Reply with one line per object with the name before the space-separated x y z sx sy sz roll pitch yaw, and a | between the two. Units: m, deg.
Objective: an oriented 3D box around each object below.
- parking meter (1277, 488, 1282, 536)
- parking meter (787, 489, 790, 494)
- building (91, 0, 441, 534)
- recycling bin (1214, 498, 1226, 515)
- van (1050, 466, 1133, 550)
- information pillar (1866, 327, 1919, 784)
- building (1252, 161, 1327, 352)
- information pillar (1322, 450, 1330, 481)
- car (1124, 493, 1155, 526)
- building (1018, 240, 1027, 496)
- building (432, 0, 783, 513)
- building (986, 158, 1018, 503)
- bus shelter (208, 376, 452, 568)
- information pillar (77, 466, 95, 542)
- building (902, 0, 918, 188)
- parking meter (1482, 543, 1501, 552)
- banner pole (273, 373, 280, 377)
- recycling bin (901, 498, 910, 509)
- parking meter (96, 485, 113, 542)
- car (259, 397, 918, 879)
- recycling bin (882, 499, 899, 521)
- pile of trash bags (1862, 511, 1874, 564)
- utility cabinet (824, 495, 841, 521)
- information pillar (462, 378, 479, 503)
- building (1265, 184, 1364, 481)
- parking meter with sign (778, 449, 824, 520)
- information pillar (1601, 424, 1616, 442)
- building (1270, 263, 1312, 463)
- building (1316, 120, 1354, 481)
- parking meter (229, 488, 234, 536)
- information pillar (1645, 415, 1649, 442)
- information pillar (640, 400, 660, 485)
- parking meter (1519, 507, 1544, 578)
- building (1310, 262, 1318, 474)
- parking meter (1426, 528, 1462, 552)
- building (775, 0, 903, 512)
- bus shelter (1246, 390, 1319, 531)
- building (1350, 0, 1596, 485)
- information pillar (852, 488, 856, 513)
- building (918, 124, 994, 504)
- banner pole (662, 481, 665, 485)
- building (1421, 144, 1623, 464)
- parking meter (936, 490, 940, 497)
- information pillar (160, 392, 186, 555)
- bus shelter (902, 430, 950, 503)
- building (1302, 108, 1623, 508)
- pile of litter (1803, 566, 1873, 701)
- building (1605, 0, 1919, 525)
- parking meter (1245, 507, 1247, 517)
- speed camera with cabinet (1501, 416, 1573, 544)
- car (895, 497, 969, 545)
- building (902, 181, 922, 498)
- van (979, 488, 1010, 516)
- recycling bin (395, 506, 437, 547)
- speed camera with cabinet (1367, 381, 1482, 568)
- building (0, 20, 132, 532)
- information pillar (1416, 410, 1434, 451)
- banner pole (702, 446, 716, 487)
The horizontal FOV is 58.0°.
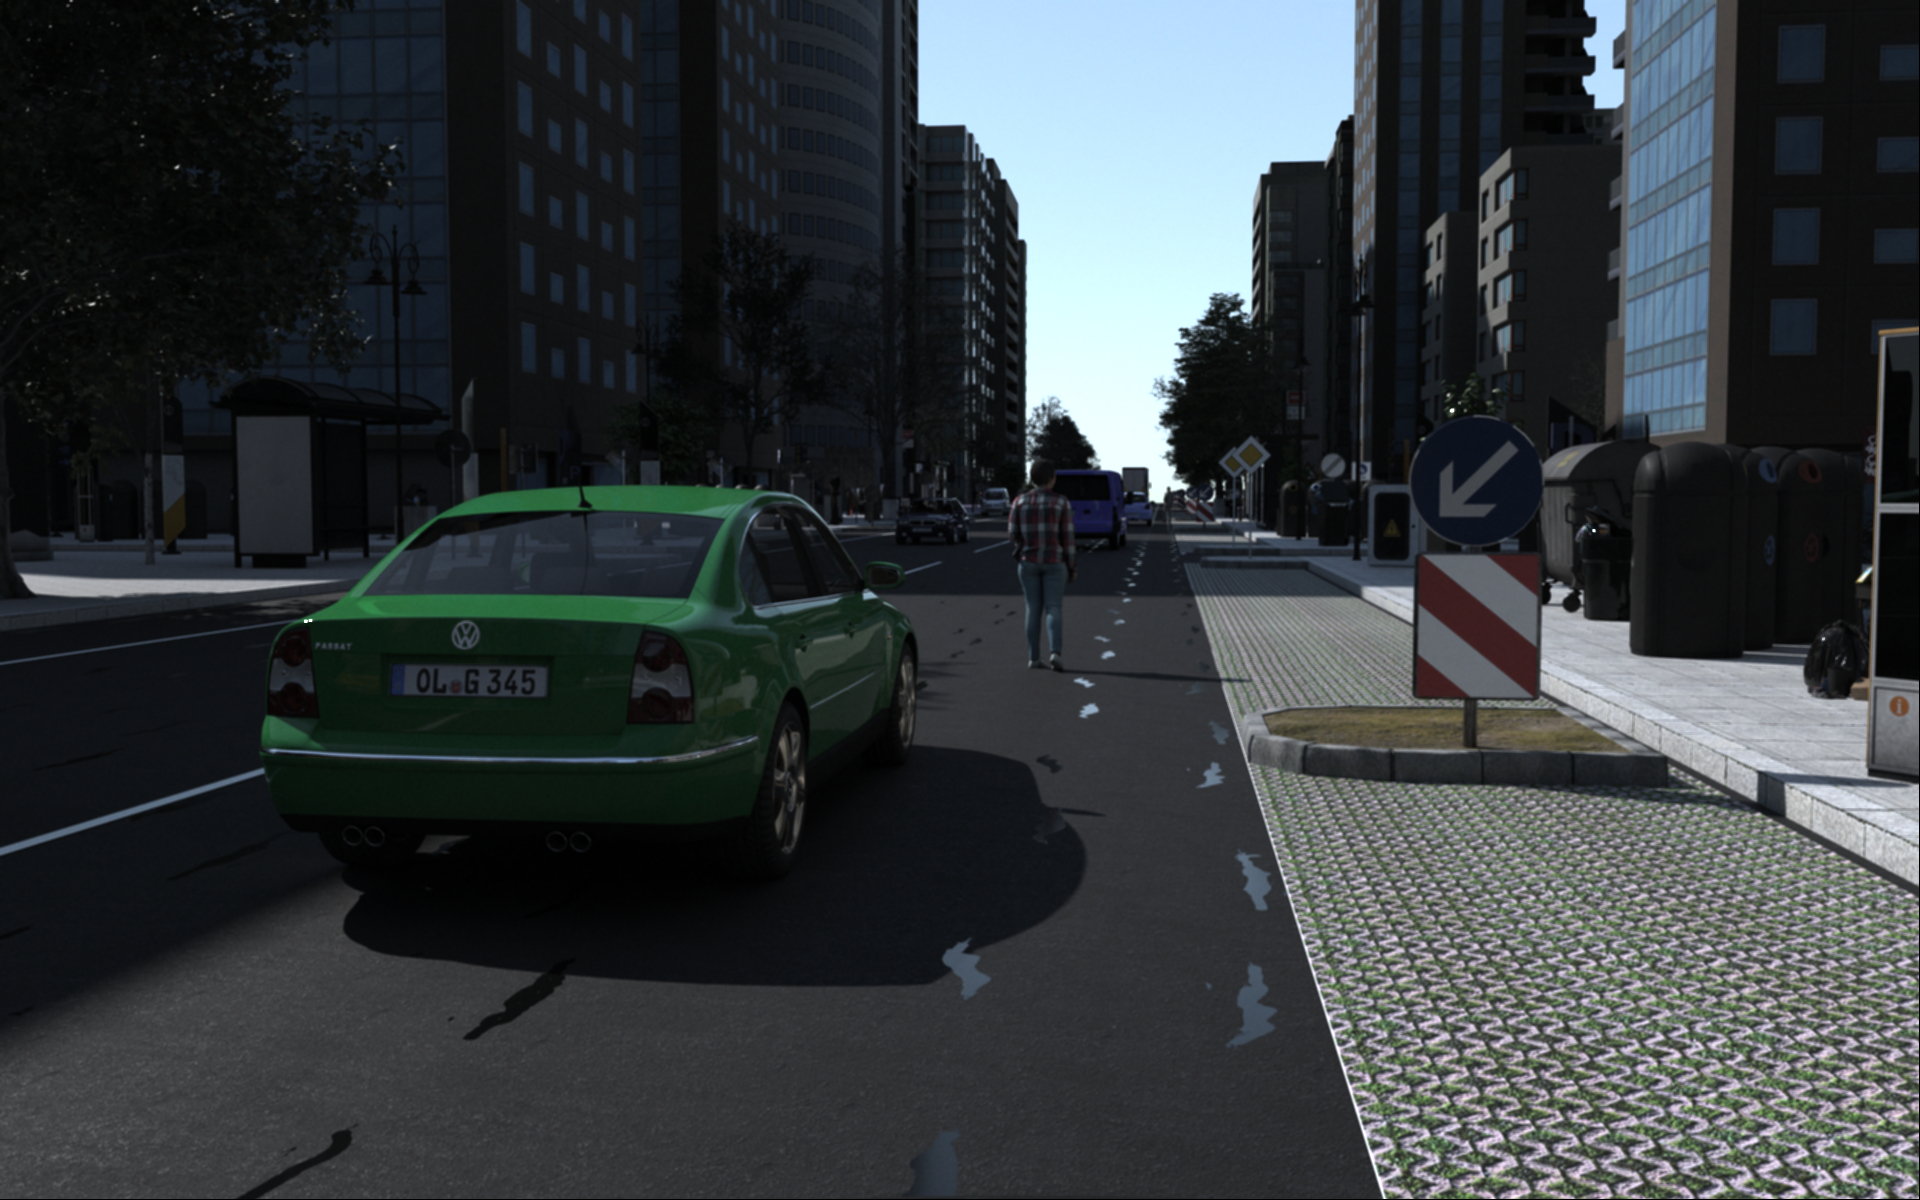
parking meter | 9.999 -2.763 53.590 0.372 1.533 0.369 0 3 0
parking meter | -7.956 -4.478 81.619 0.372 1.533 0.369 0 3 0
building | -20.032 -25.103 60.553 14.600 45.320 14.200 0 4 7
recycling bin | 15.675 -5.596 104.045 0.722 1.027 0.722 0 4 -3
van | 3.422 -2.563 46.289 2.240 2.365 5.245 1 4 9
information pillar | 4.316 -0.199 7.753 0.304 2.012 0.304 -2 4 -29
building | 52.965 -38.149 247.444 21.300 48.544 21.600 0 4 7
information pillar | 19.596 -6.204 92.782 0.183 3.616 0.504 -3 4 -36
car | 7.932 -4.251 79.093 1.945 1.707 3.694 0 4 7
building | 2.890 -35.949 271.363 14.154 41.232 14.086 0 4 7
building | -17.812 -27.008 91.694 14.600 45.320 14.200 0 4 7
building | -2.973 -38.531 253.677 21.300 48.544 21.600 0 4 7
bus shelter | -11.576 -2.354 32.407 2.014 3.302 5.546 0 4 7
information pillar | -23.202 -2.537 45.974 0.304 2.012 0.304 -1 4 -10
building | -12.721 -44.947 173.132 20.563 71.187 20.611 0 4 7
parking meter | 9.924 -1.638 32.488 0.399 1.863 0.255 3 4 36
banner pole | -13.951 -2.817 36.072 0.863 3.779 0.401 -3 4 -37
recycling bin | -3.482 -5.627 104.560 0.722 1.027 0.722 -2 4 -25
parking meter | -23.130 -2.349 46.821 0.372 1.533 0.369 0 3 0
car | -1.323 0.054 7.911 1.959 1.807 4.718 0 4 8
recycling bin | -3.337 -4.325 83.265 0.722 1.027 0.722 0 4 4
pile of trash bags | 18.280 -1.362 32.020 3.447 1.369 1.912 -2 4 -24
utility cabinet | -6.041 -4.355 82.363 0.306 1.237 1.020 -3 5 -45
information pillar | -9.943 -2.682 35.202 0.183 3.616 0.504 -3 5 -45
building | 47.582 -33.436 230.269 14.154 41.232 14.086 0 4 7
parking meter with sign | -6.167 -4.346 67.318 1.738 3.016 0.543 -1 4 -17
information pillar | 21.782 -4.091 58.235 0.504 3.616 0.183 3 4 38
building | 45.751 -27.214 216.645 14.160 30.474 14.107 0 4 7
building | 36.213 -22.296 136.241 14.160 30.474 14.107 0 4 7
parking meter | -22.201 -2.735 53.123 0.372 1.533 0.369 0 3 0
information pillar | 20.162 -3.642 50.903 0.183 3.616 0.504 1 4 16
information pillar | -7.715 -3.161 43.044 0.504 3.616 0.183 1 4 8
parking meter | 8.749 -1.106 26.500 0.372 1.533 0.369 0 3 0
building | 38.528 -23.163 150.414 14.160 30.474 14.107 0 4 7
parking meter | 5.833 -0.925 20.836 0.255 1.863 0.399 -2 4 -29
building | -16.945 -36.222 134.223 21.231 58.520 28.212 0 4 7
bus shelter | 11.990 -5.325 64.703 2.179 5.291 8.768 0 4 7
building | 35.391 -28.841 121.660 14.600 45.320 14.200 0 4 7
information pillar | -7.301 -7.839 119.523 0.183 3.616 0.504 2 4 29
building | -7.351 -37.163 227.215 23.786 49.044 30.456 0 4 7
banner pole | -12.203 -4.858 69.448 0.863 3.779 0.401 1 4 9
building | 42.772 -15.548 99.241 27.650 21.520 28.899 0 4 7
parking meter | -1.375 -5.891 104.725 0.372 1.533 0.369 0 3 0
information pillar | -16.759 -2.783 36.857 0.183 3.616 0.504 2 4 29
bus shelter | -2.246 -8.120 110.398 2.179 5.291 8.768 0 4 7
building | 48.839 -29.124 168.059 32.217 40.220 23.993 0 4 7
pile of litter | 6.233 0.172 11.159 1.719 0.858 1.176 0 4 -5
building | 29.459 -24.682 53.668 14.200 45.320 14.600 0 4 7
parking meter | 16.067 -5.385 96.456 0.372 1.533 0.369 0 3 0
speed camera with cabinet | 14.893 -3.060 44.360 0.660 3.252 2.038 -3 5 -41
car | -0.787 -2.316 50.439 1.945 1.354 3.894 1 4 8
building | -11.282 -23.485 155.684 14.160 30.474 14.107 0 4 7
van | 2.312 -6.492 113.155 2.013 2.044 4.112 0 4 6
recycling bin | -11.352 -1.444 36.156 0.722 1.027 0.722 0 4 -5
speed camera with cabinet | 8.188 -2.193 30.197 2.038 3.252 0.660 3 4 36
building | -40.449 -27.018 65.453 21.600 48.544 21.300 0 4 7
information pillar | 12.904 -3.474 48.147 0.504 3.616 0.183 2 4 30
banner pole | -12.005 -5.652 82.426 0.863 3.779 0.401 1 4 15
